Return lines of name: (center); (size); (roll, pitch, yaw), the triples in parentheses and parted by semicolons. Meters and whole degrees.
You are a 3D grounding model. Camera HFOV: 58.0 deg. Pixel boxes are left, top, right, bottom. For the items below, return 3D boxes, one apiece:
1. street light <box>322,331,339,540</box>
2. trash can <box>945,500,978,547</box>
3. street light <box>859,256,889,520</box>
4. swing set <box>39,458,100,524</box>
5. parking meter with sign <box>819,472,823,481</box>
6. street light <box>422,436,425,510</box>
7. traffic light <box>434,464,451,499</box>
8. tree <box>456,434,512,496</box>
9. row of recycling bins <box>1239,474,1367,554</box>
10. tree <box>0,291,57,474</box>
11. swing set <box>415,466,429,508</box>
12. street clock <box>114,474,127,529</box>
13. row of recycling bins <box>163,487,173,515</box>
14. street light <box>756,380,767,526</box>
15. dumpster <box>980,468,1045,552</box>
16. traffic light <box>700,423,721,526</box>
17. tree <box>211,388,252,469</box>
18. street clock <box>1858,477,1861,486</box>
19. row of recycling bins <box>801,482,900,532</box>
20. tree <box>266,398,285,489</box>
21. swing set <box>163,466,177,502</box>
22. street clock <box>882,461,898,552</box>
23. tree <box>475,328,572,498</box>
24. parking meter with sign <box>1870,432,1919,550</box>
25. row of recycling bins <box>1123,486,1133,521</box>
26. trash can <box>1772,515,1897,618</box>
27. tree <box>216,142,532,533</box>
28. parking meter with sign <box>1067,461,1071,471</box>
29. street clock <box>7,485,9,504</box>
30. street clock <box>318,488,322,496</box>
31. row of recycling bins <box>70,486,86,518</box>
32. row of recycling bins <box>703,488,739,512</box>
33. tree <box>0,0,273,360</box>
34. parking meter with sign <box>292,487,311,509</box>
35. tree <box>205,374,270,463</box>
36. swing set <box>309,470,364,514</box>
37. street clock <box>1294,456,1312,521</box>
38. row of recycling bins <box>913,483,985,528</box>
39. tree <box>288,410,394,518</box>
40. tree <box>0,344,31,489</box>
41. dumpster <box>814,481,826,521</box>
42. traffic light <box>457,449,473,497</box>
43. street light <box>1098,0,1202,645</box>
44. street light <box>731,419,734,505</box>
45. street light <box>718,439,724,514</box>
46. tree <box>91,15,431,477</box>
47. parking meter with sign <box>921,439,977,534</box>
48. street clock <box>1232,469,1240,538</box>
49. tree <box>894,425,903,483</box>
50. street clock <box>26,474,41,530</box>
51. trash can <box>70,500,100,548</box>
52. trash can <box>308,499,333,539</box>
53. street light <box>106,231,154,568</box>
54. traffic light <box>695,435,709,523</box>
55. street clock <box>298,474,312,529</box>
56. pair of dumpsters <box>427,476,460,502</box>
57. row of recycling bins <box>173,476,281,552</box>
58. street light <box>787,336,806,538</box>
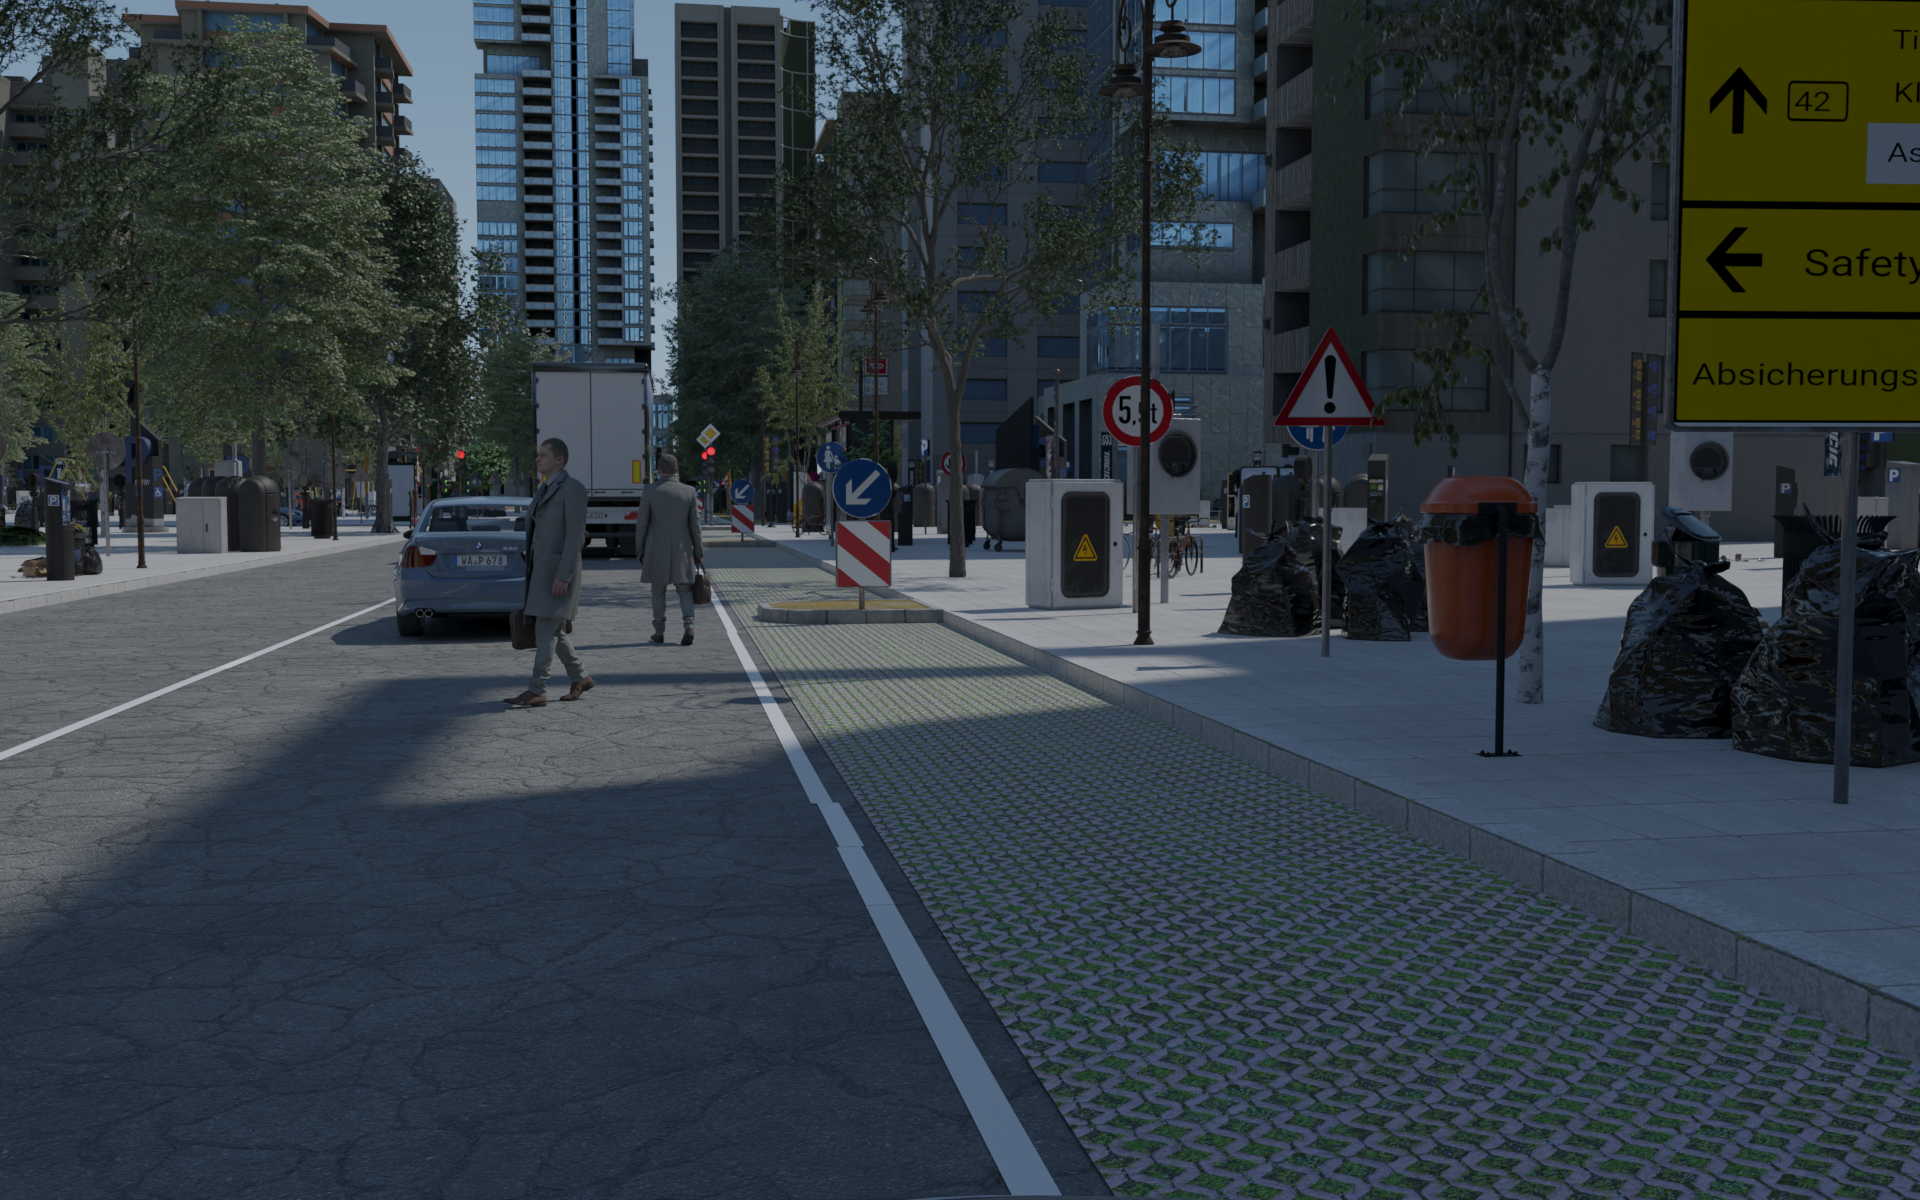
street light: (-17.314, -4.590, 47.842); (0.468, 5.910, 1.993); (-1, 4, -10)
trash can: (-0.001, -1.848, 41.867); (0.748, 1.137, 0.748); (0, 3, 0)
street light: (-1.587, -3.674, 32.861); (0.468, 5.910, 1.993); (-1, 4, -10)
swing set: (-39.087, -4.787, 75.892); (2.862, 2.851, 3.119); (-1, 4, -18)
parking meter with sign: (-10.242, -8.615, 137.124); (1.738, 3.016, 0.543); (1, 4, 21)
street light: (-20.639, -5.735, 66.558); (0.468, 5.910, 1.993); (-1, 4, -10)
traffic light: (-20.195, -4.788, 67.203); (0.839, 4.253, 0.868); (-1, 4, -10)
tree: (-26.140, -6.808, 95.022); (4.285, 4.588, 4.351); (0, 3, 0)
row of recycling bins: (7.305, -1.788, 36.343); (1.069, 1.692, 3.534); (-3, 5, -42)
tree: (-49.641, -10.325, 86.939); (7.486, 12.596, 7.792); (0, 3, 0)
swing set: (-31.322, -6.174, 98.559); (2.862, 2.851, 3.119); (-2, 4, -35)
street clock: (-30.492, -3.575, 63.021); (0.471, 2.002, 0.358); (0, 4, 3)
row of recycling bins: (-49.414, -6.105, 106.927); (1.069, 1.692, 3.534); (1, 4, 19)
street light: (-7.857, -5.884, 68.995); (0.468, 5.910, 1.993); (-1, 4, -10)
dumpster: (1.235, -2.036, 39.050); (1.264, 1.857, 1.865); (-1, 4, -10)
traffic light: (-9.941, -4.898, 69.001); (0.839, 4.253, 0.868); (-1, 4, -10)
tree: (-35.049, -7.855, 78.793); (4.737, 8.622, 4.395); (0, 3, 0)
street clock: (33.172, -3.659, 64.390); (0.471, 2.002, 0.358); (0, 4, 6)
row of recycling bins: (-3.660, -3.139, 58.439); (3.534, 1.692, 1.069); (1, 4, 12)
tree: (-45.490, -9.772, 110.134); (4.737, 8.622, 4.395); (0, 3, 0)
swing set: (-44.756, -6.070, 96.866); (2.862, 2.851, 3.119); (-2, 4, -32)
street clock: (-1.548, -2.053, 38.142); (0.358, 2.002, 0.471); (-1, 4, -20)
tree: (-33.391, -13.803, 132.338); (9.857, 13.997, 8.962); (0, 3, 0)
parking meter with sign: (21.866, -2.682, 40.105); (1.738, 3.016, 0.543); (-2, 4, -27)
row of recycling bins: (7.333, -4.674, 83.531); (1.069, 1.692, 3.534); (2, 4, 29)
trash can: (5.849, 0.001, 11.630); (0.748, 1.137, 0.748); (0, 3, 0)
tree: (-18.961, -8.538, 56.610); (9.611, 12.733, 9.660); (0, 3, 0)
parking meter with sign: (5.432, -5.866, 92.173); (0.543, 3.016, 1.738); (0, 4, -8)
street clock: (-71.904, -7.702, 130.501); (0.358, 2.002, 0.471); (1, 4, 22)
street clock: (-48.679, -7.797, 132.052); (0.471, 2.002, 0.358); (2, 4, 35)
row of recycling bins: (-48.764, -5.336, 94.358); (3.534, 1.692, 1.069); (3, 5, 39)
row of recycling bins: (-19.224, -8.362, 143.827); (3.534, 1.692, 1.069); (-2, 4, -27)
tree: (-13.621, -5.402, 22.738); (7.601, 10.594, 8.767); (1, 4, 12)
parking meter with sign: (-45.176, -7.456, 118.161); (1.738, 3.016, 0.543); (-1, 4, -13)
tree: (-42.439, -9.272, 101.959); (4.360, 8.622, 3.978); (0, 3, 0)
swing set: (-40.288, -6.959, 111.407); (3.119, 2.851, 2.862); (-2, 4, -35)
street clock: (6.530, -1.739, 32.998); (0.358, 2.002, 0.471); (2, 4, 29)
row of recycling bins: (-0.415, -3.753, 68.478); (1.069, 1.692, 3.534); (3, 5, 44)
tree: (-32.899, -8.673, 92.171); (4.737, 8.622, 4.395); (0, 3, 0)
tree: (-44.216, -7.848, 78.682); (4.360, 8.622, 3.978); (0, 3, 0)
dumpster: (-6.397, -4.413, 77.908); (1.264, 1.857, 1.865); (-1, 4, -10)
traffic light: (-21.567, -5.269, 75.070); (0.839, 4.253, 0.868); (-1, 4, -10)
street light: (1.569, -2.558, 14.604); (0.468, 5.910, 1.993); (-1, 4, -10)
street light: (-12.459, -7.461, 94.775); (0.468, 5.910, 1.993); (-1, 4, -10)
street light: (-15.673, -8.604, 113.460); (0.468, 5.910, 1.993); (-1, 4, -10)
tree: (-16.685, -7.548, 41.533); (7.486, 12.596, 7.792); (0, 3, 0)
parking meter with sign: (-0.345, -3.622, 55.473); (1.738, 3.016, 0.543); (-2, 4, -24)
street clock: (8.226, -2.836, 50.943); (0.471, 2.002, 0.358); (-3, 4, -36)
tree: (-5.939, -12.329, 151.937); (4.737, 8.622, 4.395); (0, 3, 0)
street clock: (-32.696, -3.462, 61.168); (0.471, 2.002, 0.358); (1, 4, 14)
trash can: (-21.031, -1.829, 41.551); (0.748, 1.137, 0.748); (0, 3, 0)
trash can: (-18.316, -2.328, 49.710); (0.748, 1.137, 0.748); (0, 3, 0)
street light: (-14.152, -3.486, 29.780); (0.468, 5.910, 1.993); (-1, 4, -10)
traffic light: (-11.313, -5.379, 76.868); (0.839, 4.253, 0.868); (-1, 4, -10)
street clock: (-24.185, -3.635, 63.996); (0.471, 2.002, 0.358); (2, 4, 23)
pair of dumpsters: (-26.499, -5.314, 89.376); (1.574, 2.255, 4.437); (-1, 4, -10)
row of recycling bins: (-16.585, -1.978, 39.448); (3.534, 1.692, 1.069); (3, 5, 44)
street light: (-4.787, -4.779, 50.917); (0.468, 5.910, 1.993); (-1, 4, -10)
